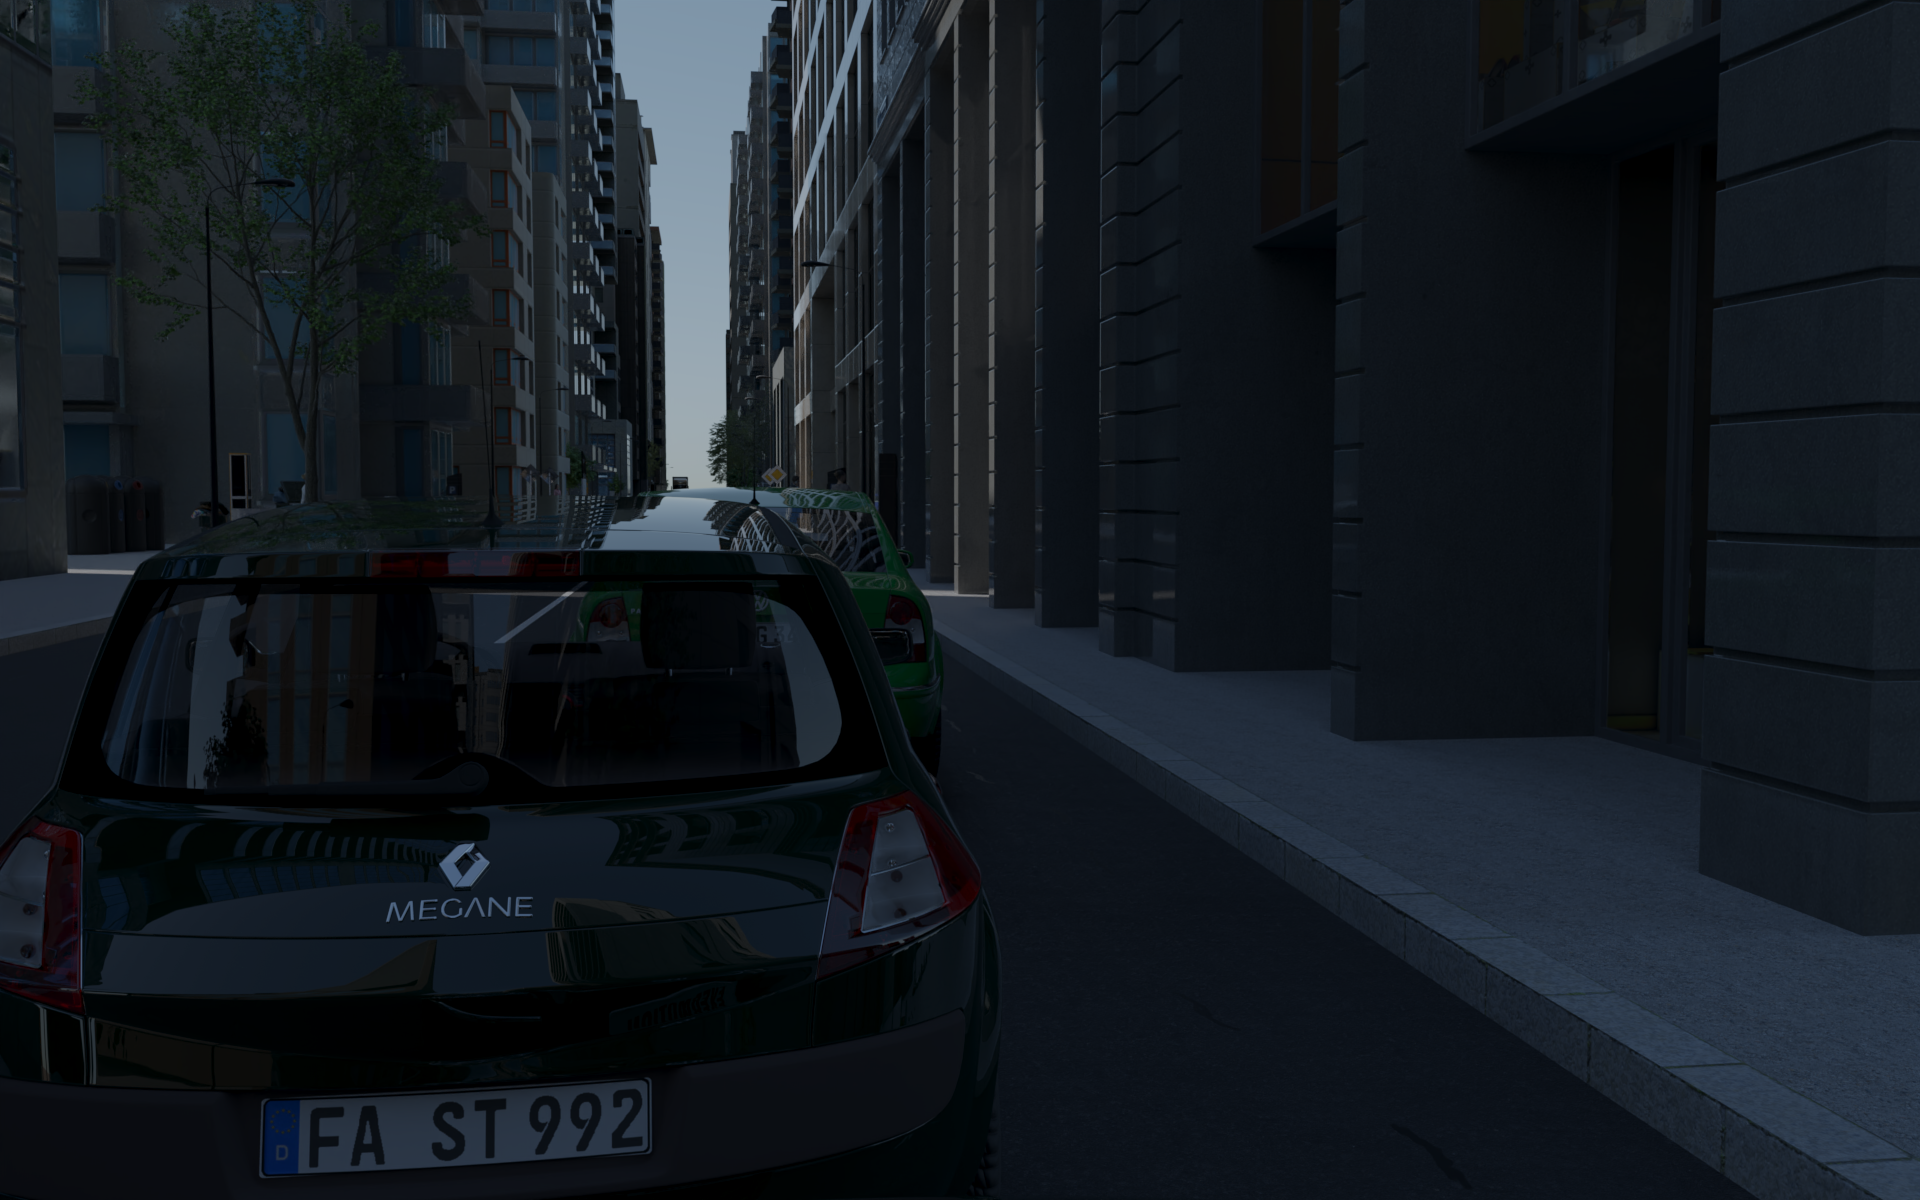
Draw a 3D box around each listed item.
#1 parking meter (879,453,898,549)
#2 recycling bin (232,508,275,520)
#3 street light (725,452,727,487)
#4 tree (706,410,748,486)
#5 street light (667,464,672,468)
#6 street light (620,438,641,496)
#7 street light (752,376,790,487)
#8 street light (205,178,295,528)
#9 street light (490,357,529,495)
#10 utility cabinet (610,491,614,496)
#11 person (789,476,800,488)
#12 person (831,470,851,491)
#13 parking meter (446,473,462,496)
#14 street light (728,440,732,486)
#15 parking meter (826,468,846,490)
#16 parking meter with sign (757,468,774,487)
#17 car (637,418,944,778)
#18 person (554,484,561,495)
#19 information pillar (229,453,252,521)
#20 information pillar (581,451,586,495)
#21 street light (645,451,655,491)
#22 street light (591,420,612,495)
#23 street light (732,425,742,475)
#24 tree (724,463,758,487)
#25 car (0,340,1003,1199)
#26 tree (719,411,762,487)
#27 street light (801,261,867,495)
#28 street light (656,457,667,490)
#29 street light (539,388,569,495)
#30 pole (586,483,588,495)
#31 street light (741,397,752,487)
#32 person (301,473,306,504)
[{"bbox_3d":[-1.033,-1.182,25.037,0.255,1.863,0.399,0,4,1],"label":"parking meter"},{"bbox_3d":[-12.230,-1.076,30.147,0.722,1.027,0.722,-2,4,-32],"label":"recycling bin"},{"bbox_3d":[-20.642,-11.441,159.604,1.470,5.913,1.316,-1,4,-8],"label":"street light"},{"bbox_3d":[-30.646,-19.215,232.286,7.486,12.596,7.792,0,3,0],"label":"tree"},{"bbox_3d":[-45.317,-17.932,265.725,1.470,5.913,1.316,-1,4,-8],"label":"street light"},{"bbox_3d":[-28.583,-10.897,150.706,1.470,5.913,1.316,-1,4,-8],"label":"street light"},{"bbox_3d":[-7.288,-5.844,68.097,1.470,5.913,1.316,-1,4,-8],"label":"street light"},{"bbox_3d":[-10.473,-3.242,25.550,1.470,5.913,1.316,-1,4,-8],"label":"street light"},{"bbox_3d":[-15.278,-5.267,58.658,1.470,5.913,1.316,-1,4,-8],"label":"street light"},{"bbox_3d":[-24.523,-6.941,122.165,0.318,1.500,1.173,-1,4,-9],"label":"utility cabinet"},{"bbox_3d":[-5.025,-2.902,53.294,0.447,1.846,0.655,0,4,2],"label":"person"},{"bbox_3d":[-2.425,-1.835,36.381,0.599,1.781,0.374,1,4,12],"label":"person"},{"bbox_3d":[-14.230,-2.632,48.746,0.399,1.863,0.255,1,4,13],"label":"parking meter"},{"bbox_3d":[-19.127,-10.826,149.544,1.470,5.913,1.316,-1,4,-8],"label":"street light"},{"bbox_3d":[-2.741,-2.003,38.461,0.399,1.863,0.255,1,4,22],"label":"parking meter"},{"bbox_3d":[-12.901,-7.147,113.114,1.738,3.016,0.543,-2,4,-34],"label":"parking meter with sign"},{"bbox_3d":[-1.169,-0.060,9.779,1.959,1.807,4.718,0,4,-7],"label":"car"},{"bbox_3d":[-20.922,-5.138,90.067,0.388,1.821,0.555,1,4,20],"label":"person"},{"bbox_3d":[-12.960,-1.636,31.238,0.304,2.012,0.304,0,4,-7],"label":"information pillar"},{"bbox_3d":[-20.303,-6.246,93.469,0.183,3.616,0.504,1,4,8],"label":"information pillar"},{"bbox_3d":[-33.579,-12.988,184.886,1.470,5.913,1.316,-1,4,-8],"label":"street light"},{"bbox_3d":[-22.540,-8.332,108.771,1.470,5.913,1.316,-1,4,-8],"label":"street light"},{"bbox_3d":[-14.403,-8.800,116.424,1.470,5.913,1.316,-1,4,-8],"label":"street light"},{"bbox_3d":[-20.452,-10.979,163.215,4.285,4.588,4.351,0,3,0],"label":"tree"},{"bbox_3d":[-1.036,0.331,4.379,2.009,1.686,4.222,-1,4,-10],"label":"car"},{"bbox_3d":[-19.240,-12.484,154.477,4.737,8.622,4.395,0,3,0],"label":"tree"},{"bbox_3d":[-2.468,-3.802,34.696,1.470,5.913,1.316,-1,4,-8],"label":"street light"},{"bbox_3d":[-40.493,-15.907,232.620,1.470,5.913,1.316,-1,4,-8],"label":"street light"},{"bbox_3d":[-17.762,-6.307,75.659,1.470,5.913,1.316,-1,4,-8],"label":"street light"},{"bbox_3d":[-23.604,-7.070,109.445,0.158,3.312,0.155,0,3,0],"label":"pole"},{"bbox_3d":[-9.617,-6.775,83.313,1.470,5.913,1.316,-1,4,-8],"label":"street light"},{"bbox_3d":[-15.055,-2.061,39.959,0.641,1.798,0.478,-2,4,-32],"label":"person"}]
